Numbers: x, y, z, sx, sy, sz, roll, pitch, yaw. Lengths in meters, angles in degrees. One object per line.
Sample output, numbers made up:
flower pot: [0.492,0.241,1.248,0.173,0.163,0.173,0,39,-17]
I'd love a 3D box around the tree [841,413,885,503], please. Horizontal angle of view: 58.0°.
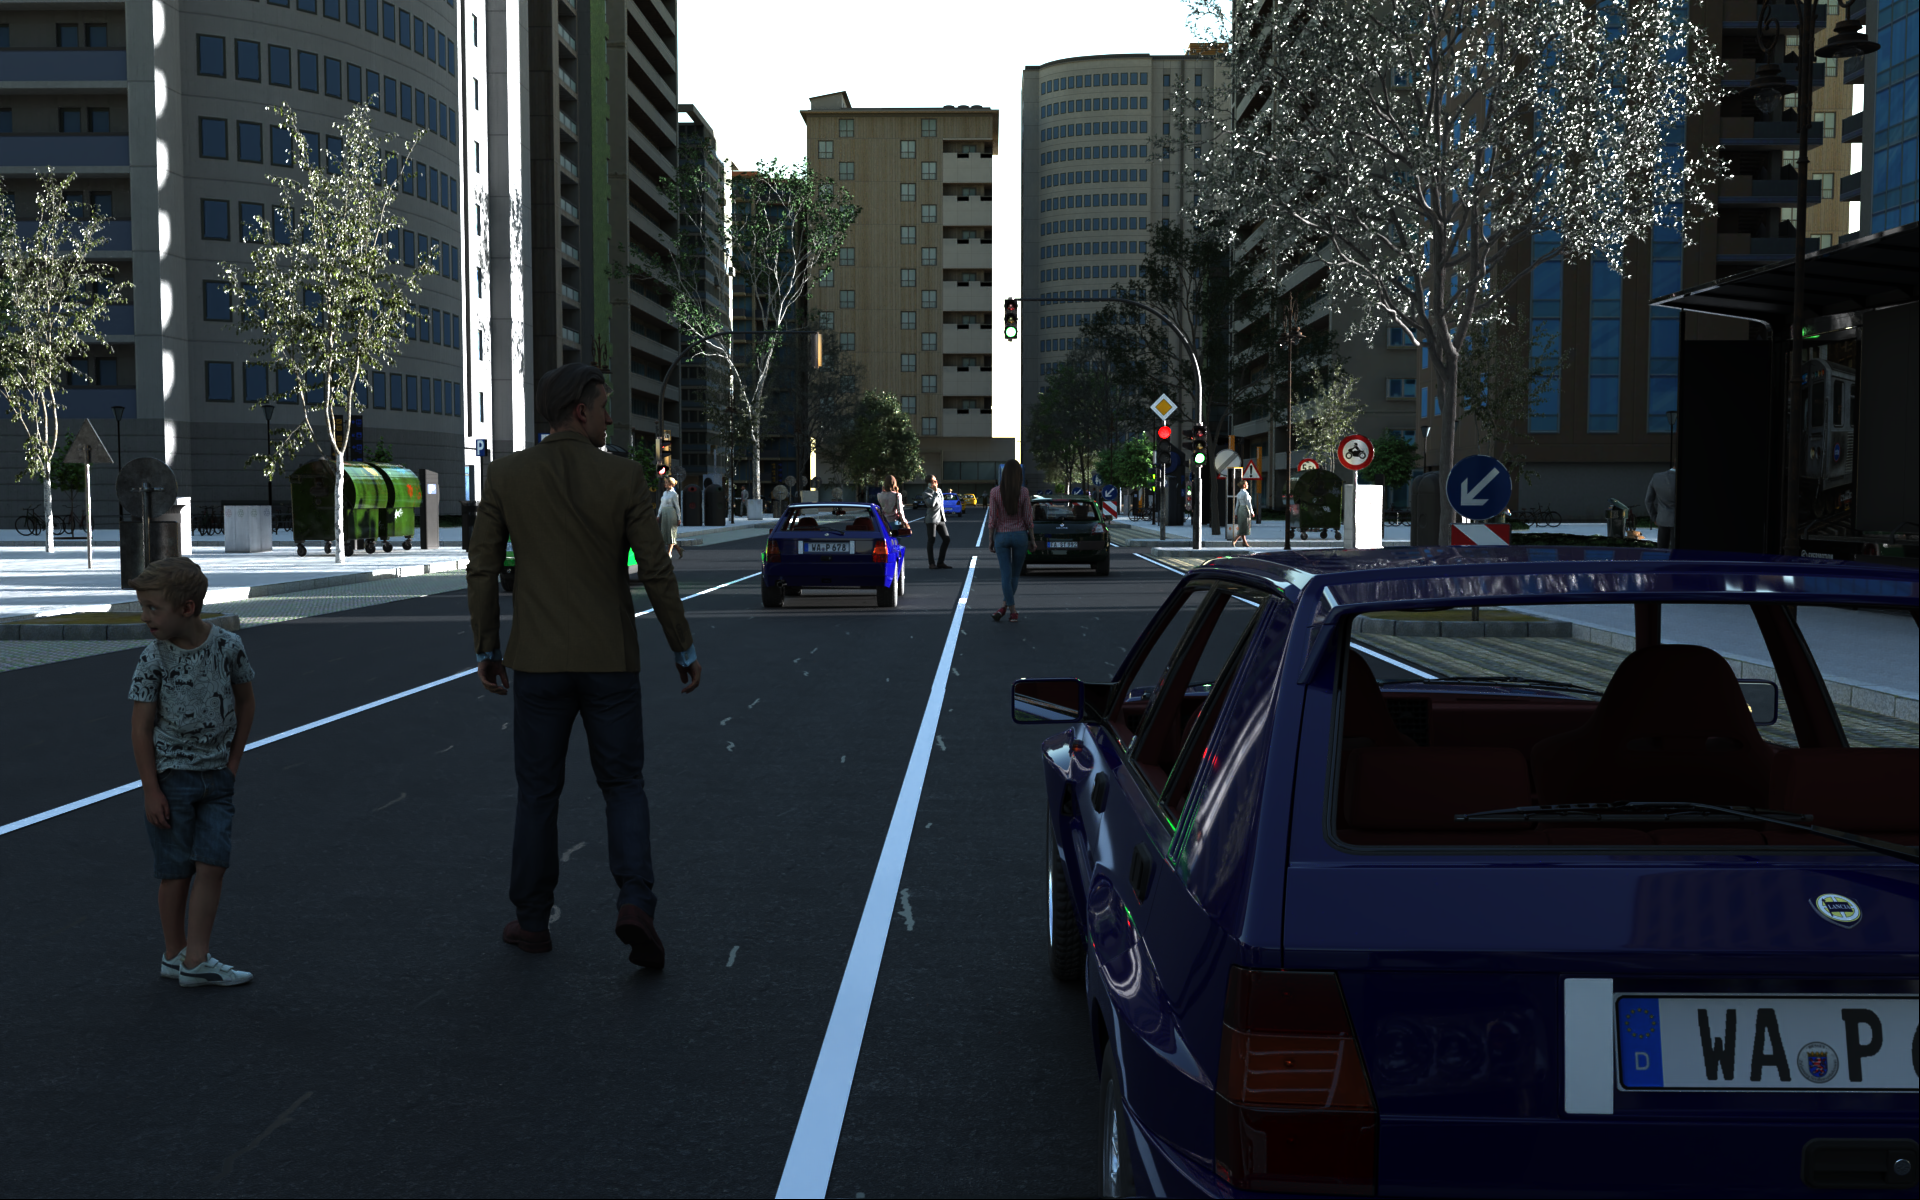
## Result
tree: [-8.600,-12.686,157.783,4.737,8.622,4.395,0,3,0]

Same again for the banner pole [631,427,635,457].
banner pole: [-12.189,-4.561,64.590,0.401,3.779,0.863,-1,4,-19]

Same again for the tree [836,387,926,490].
tree: [-8.853,-16.390,184.979,9.611,12.733,9.660,0,3,0]

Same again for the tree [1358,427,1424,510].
tree: [20.922,-6.167,84.545,4.285,4.588,4.351,0,3,0]

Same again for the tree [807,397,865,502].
tree: [-9.179,-11.076,131.456,4.360,8.622,3.978,0,3,0]

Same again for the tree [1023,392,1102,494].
tree: [11.568,-17.125,186.647,9.857,13.997,8.962,0,3,0]

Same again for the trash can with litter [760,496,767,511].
trash can with litter: [-13.669,-6.609,119.442,0.624,1.170,1.055,0,4,8]

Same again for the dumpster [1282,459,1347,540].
dumpster: [9.980,-2.832,48.796,1.502,2.255,1.985,0,4,1]

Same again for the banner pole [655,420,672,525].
banner pole: [-10.140,-4.221,59.031,0.401,3.779,0.863,3,5,41]

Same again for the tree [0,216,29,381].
tree: [-20.227,-5.876,30.480,7.601,10.594,8.767,1,4,12]

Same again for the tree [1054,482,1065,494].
tree: [11.081,-12.300,195.699,1.663,3.219,1.824,0,3,0]

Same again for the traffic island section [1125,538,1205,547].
traffic island section: [5.675,-1.592,48.306,2.009,0.180,2.903,0,4,1]

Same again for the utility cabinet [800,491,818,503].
utility cabinet: [-9.510,-6.149,109.207,1.173,1.500,0.318,-3,4,-37]

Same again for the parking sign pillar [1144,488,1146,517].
parking sign pillar: [11.053,-6.650,97.195,1.447,3.967,1.447,1,4,13]

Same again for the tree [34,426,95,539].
tree: [-25.340,-3.354,49.445,1.663,3.219,1.824,0,3,0]

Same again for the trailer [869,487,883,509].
trailer: [-6.831,-8.129,139.954,1.471,1.999,3.904,0,4,2]

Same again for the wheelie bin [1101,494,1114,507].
wheelie bin: [8.651,-5.711,101.290,0.980,1.594,0.693,2,4,25]

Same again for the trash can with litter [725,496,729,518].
trash can with litter: [-12.967,-5.011,93.324,1.055,1.170,0.624,2,4,27]

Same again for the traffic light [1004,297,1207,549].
traffic light: [3.394,-4.002,40.107,4.771,5.953,1.251,0,4,1]

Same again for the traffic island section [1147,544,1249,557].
traffic island section: [5.527,-1.103,40.323,2.009,0.180,2.903,0,4,1]

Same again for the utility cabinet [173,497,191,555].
utility cabinet: [-16.721,-1.583,37.039,0.306,1.237,1.020,-3,4,-36]

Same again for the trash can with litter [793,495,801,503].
trash can with litter: [-10.131,-5.652,103.468,2.233,1.210,1.678,-2,4,-33]

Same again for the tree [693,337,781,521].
tree: [-10.701,-8.056,82.070,4.360,8.622,3.978,0,3,0]

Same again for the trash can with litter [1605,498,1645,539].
trash can with litter: [18.252,-2.208,47.491,0.624,1.170,1.055,-3,5,-41]

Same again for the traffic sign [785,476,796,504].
traffic sign: [-11.686,-7.296,119.400,0.768,2.556,0.104,0,4,2]

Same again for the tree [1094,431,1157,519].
tree: [9.501,-6.468,89.459,4.285,4.588,4.351,0,3,0]

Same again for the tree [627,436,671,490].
tree: [-10.377,-3.825,57.138,1.663,3.219,1.824,0,3,0]

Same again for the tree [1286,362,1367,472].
tree: [19.687,-8.735,93.182,4.360,8.622,3.978,0,3,0]

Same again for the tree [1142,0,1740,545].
tree: [8.101,-7.238,28.709,12.009,13.543,11.850,0,3,0]

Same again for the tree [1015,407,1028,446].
tree: [9.962,-12.515,114.996,12.009,13.543,11.850,0,3,0]

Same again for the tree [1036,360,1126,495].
tree: [9.441,-12.708,133.526,9.928,11.665,9.643,0,3,0]

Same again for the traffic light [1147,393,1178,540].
traffic light: [5.635,-3.625,48.193,0.839,4.253,0.868,0,4,1]

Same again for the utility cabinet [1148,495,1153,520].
utility cabinet: [9.703,-4.474,84.305,1.020,1.237,0.306,1,4,23]

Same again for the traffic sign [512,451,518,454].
traffic sign: [-12.908,-3.099,50.774,0.768,2.556,0.104,0,4,4]

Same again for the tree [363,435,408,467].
tree: [-19.026,-3.834,57.288,1.663,3.219,1.824,0,3,0]

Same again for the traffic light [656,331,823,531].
traffic light: [-6.231,-4.512,48.431,4.771,5.953,1.251,0,4,1]

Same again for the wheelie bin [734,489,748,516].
wheelie bin: [-12.870,-5.753,101.969,0.980,1.594,0.693,2,4,30]

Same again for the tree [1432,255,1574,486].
tree: [16.287,-6.289,53.182,4.360,8.622,3.978,0,3,0]

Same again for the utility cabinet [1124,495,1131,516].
utility cabinet: [9.909,-5.603,102.766,0.306,1.237,1.020,1,4,13]

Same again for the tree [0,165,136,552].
tree: [-20.372,-5.359,37.985,4.360,8.622,3.978,0,3,0]

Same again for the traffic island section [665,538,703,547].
traffic island section: [-8.364,-1.608,48.570,2.009,0.180,2.903,0,4,1]

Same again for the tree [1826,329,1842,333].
tree: [34.656,-7.112,66.637,4.360,8.622,3.978,0,3,0]

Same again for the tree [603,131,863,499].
tree: [-11.848,-14.414,91.557,12.611,20.169,13.585,0,3,0]

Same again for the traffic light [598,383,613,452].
traffic light: [-8.472,-3.152,40.451,0.839,4.253,0.868,0,4,1]

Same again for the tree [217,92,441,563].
tree: [-11.639,-5.003,32.164,4.360,8.622,3.978,0,3,0]

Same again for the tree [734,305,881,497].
tree: [-10.202,-12.308,111.598,12.009,13.543,11.850,0,3,0]

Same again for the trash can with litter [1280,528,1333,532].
trash can with litter: [11.914,-2.935,59.053,1.678,1.210,2.233,0,4,-2]

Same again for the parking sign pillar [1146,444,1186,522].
parking sign pillar: [9.523,-5.503,78.442,1.447,3.967,1.447,2,4,34]

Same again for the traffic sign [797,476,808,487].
traffic sign: [-10.922,-7.328,119.924,0.768,2.556,0.104,0,4,6]

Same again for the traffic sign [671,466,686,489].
traffic sign: [-12.761,-4.785,78.343,0.768,2.556,0.104,1,4,9]

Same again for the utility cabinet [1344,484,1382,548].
utility cabinet: [9.317,-1.915,39.992,0.318,1.500,1.173,3,5,44]

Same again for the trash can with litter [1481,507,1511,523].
trash can with litter: [12.022,-1.729,39.658,1.055,1.170,0.624,-2,4,-25]

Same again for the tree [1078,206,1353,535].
tree: [8.060,-7.341,54.431,8.767,10.594,7.601,0,4,-1]

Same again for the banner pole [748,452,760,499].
banner pole: [-12.266,-6.895,102.744,0.863,3.779,0.401,0,4,-6]
